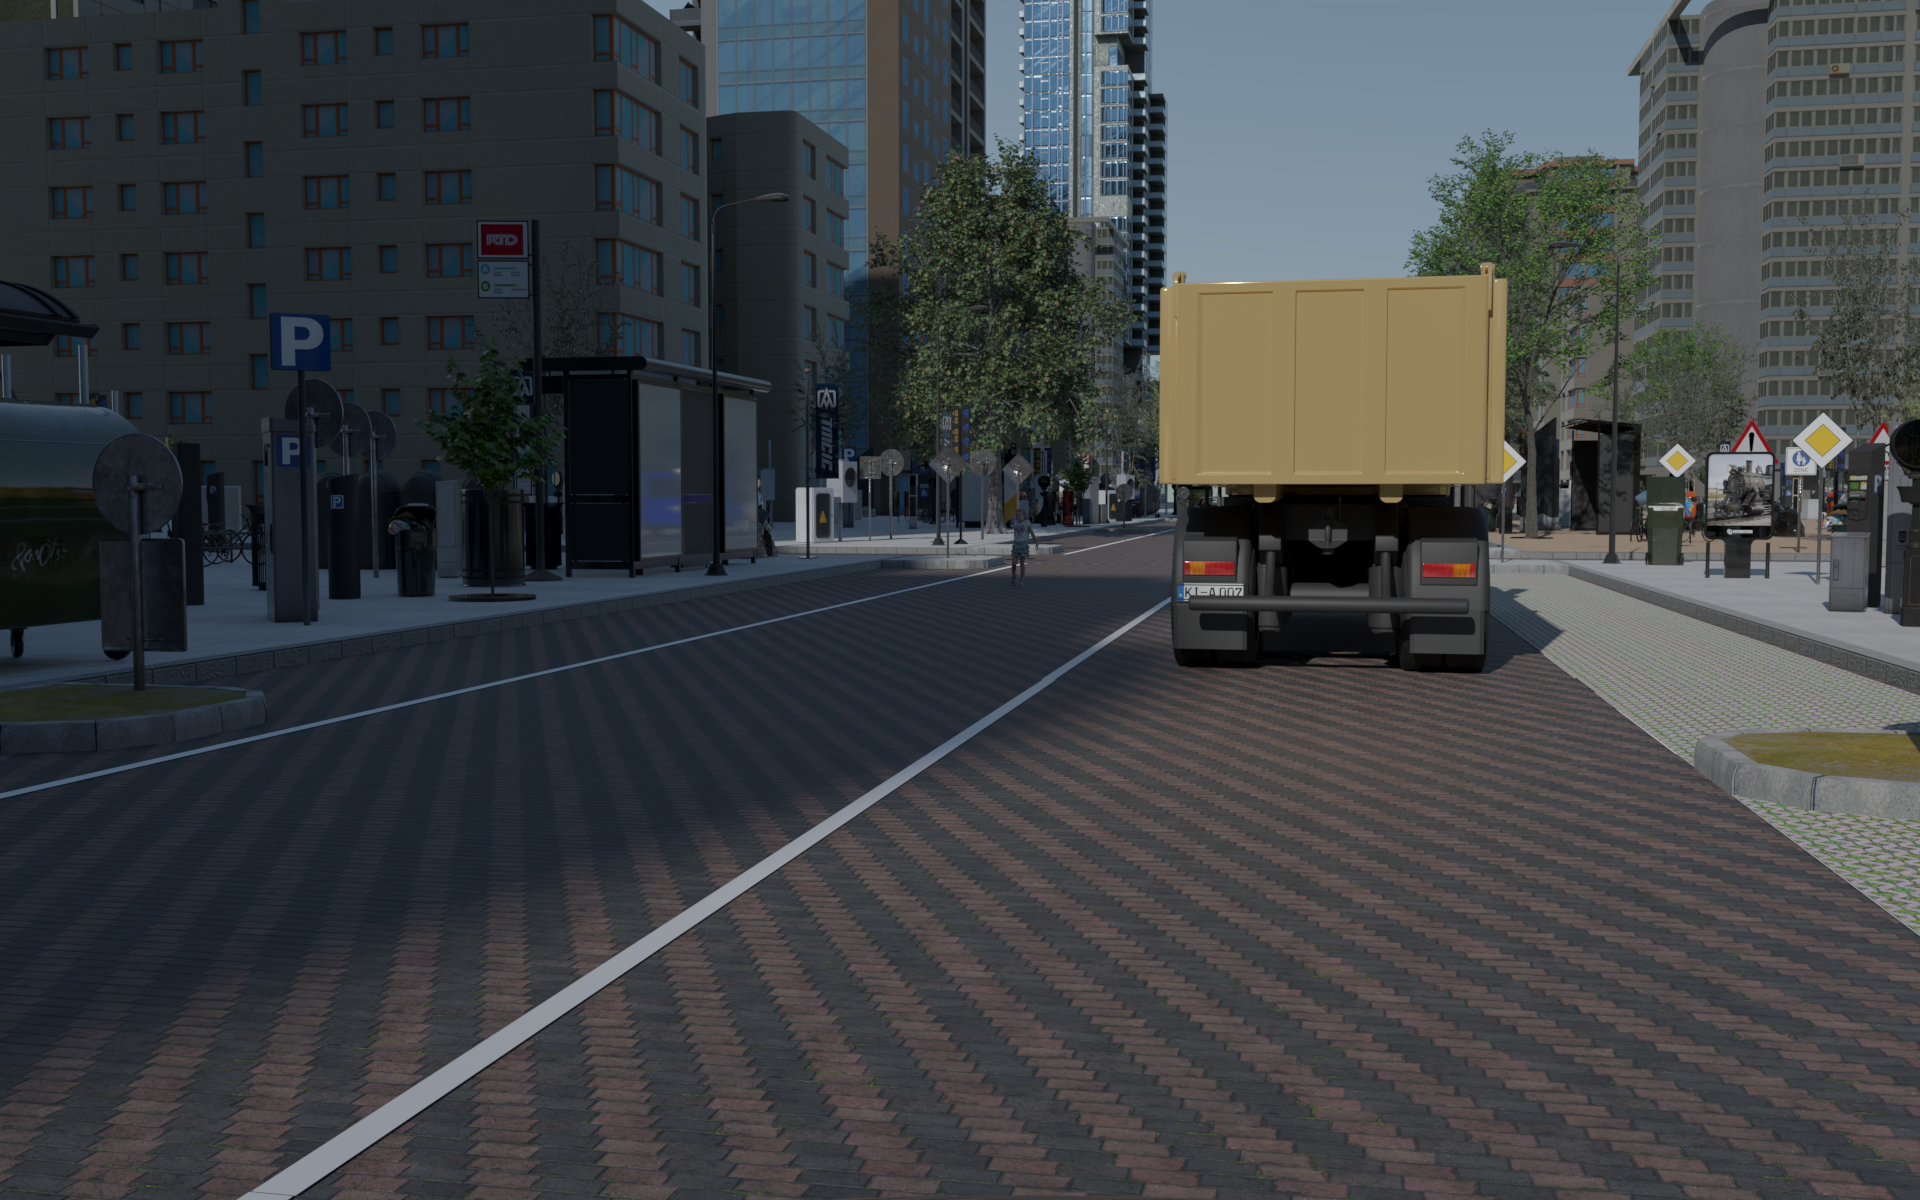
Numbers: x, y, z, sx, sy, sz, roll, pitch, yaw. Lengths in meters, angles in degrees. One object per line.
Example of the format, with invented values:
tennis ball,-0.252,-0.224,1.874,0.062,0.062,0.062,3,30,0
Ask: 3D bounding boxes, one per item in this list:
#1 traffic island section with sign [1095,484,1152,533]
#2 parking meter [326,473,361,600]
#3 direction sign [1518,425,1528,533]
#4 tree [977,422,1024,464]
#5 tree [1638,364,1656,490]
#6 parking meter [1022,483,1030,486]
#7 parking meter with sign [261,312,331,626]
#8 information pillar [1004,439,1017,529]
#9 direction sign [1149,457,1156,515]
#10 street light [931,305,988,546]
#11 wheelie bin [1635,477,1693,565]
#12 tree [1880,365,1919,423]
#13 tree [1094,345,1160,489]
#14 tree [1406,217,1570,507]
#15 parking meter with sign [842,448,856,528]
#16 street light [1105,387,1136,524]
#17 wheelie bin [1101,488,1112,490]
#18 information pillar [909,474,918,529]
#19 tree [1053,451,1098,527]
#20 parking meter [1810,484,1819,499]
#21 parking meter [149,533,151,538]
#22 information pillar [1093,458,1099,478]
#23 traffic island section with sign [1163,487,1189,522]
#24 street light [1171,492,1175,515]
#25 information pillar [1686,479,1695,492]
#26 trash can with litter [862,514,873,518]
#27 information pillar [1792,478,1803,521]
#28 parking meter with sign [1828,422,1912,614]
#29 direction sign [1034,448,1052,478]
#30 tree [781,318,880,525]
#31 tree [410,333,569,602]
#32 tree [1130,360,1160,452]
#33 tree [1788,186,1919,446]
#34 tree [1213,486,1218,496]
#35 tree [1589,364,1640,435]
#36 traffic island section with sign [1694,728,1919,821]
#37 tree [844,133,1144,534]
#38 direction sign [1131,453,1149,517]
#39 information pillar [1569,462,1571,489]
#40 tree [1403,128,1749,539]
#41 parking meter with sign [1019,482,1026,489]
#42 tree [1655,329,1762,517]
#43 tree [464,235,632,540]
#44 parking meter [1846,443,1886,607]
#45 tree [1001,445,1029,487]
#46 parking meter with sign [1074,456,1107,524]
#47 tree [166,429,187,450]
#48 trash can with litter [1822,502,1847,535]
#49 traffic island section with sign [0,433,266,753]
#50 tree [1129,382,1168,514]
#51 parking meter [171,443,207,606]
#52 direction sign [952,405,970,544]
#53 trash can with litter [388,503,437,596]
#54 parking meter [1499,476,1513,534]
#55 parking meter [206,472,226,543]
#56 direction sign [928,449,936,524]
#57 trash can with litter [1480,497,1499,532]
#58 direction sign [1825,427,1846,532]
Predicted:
traffic island section with sign,6.148,-3.430,64.715,1.989,1.847,2.006,1,4,12
parking meter,-7.543,-0.782,21.196,0.372,1.533,0.369,0,3,0
direction sign,18.548,-3.967,56.859,0.379,3.537,0.876,3,5,43
tree,1.232,-8.476,88.939,4.360,8.622,3.978,0,3,0
tree,37.630,-8.502,89.371,4.360,8.622,3.978,0,3,0
parking meter,3.527,-5.342,93.050,0.399,1.863,0.255,-2,4,-32
parking meter with sign,-6.772,-1.302,17.544,0.543,3.016,1.738,-2,4,-29
information pillar,1.864,-4.452,64.149,0.504,3.616,0.183,1,4,11
direction sign,11.547,-6.955,105.706,0.876,3.537,0.379,-1,4,-21
street light,-0.009,-4.304,42.907,1.470,5.913,1.316,1,4,12
wheelie bin,12.736,-1.434,31.347,0.980,1.594,0.693,1,4,22
tree,53.138,-8.910,96.043,4.737,8.622,4.395,0,3,0
tree,8.003,-8.227,84.880,4.360,8.622,3.978,0,3,0
tree,23.092,-10.621,80.305,9.857,13.997,8.962,0,3,0
parking meter with sign,-4.255,-4.278,66.213,0.543,3.016,1.738,0,4,-5
street light,6.899,-6.270,75.060,1.470,5.913,1.316,1,4,12
wheelie bin,7.970,-5.310,94.724,0.980,1.594,0.693,-1,4,-13
information pillar,-1.724,-3.629,63.818,0.304,2.012,0.304,0,4,5
tree,4.574,-4.461,67.531,1.663,3.219,1.824,0,3,0
parking meter,49.481,-5.786,100.308,0.255,1.863,0.399,-2,4,-33
parking meter,-10.856,-1.052,22.909,0.255,1.863,0.399,-2,4,-26
information pillar,8.809,-7.403,112.401,0.504,3.616,0.183,-2,4,-35
traffic island section with sign,11.767,-5.043,91.081,1.989,1.847,2.006,1,4,12
street light,13.816,-8.229,107.084,1.470,5.913,1.316,1,4,12
information pillar,36.319,-4.994,86.150,0.304,2.012,0.304,0,4,6
trash can with litter,-5.581,-5.126,94.873,1.678,1.210,2.233,0,4,-1
information pillar,38.459,-4.590,79.544,0.304,2.012,0.304,-2,4,-31
parking meter with sign,10.275,-1.357,18.453,1.738,3.016,0.543,2,4,33
direction sign,4.039,-5.678,84.825,0.876,3.537,0.379,1,4,10
tree,-5.088,-7.419,71.661,4.360,8.622,3.978,0,3,0
tree,-5.543,-1.612,20.952,1.663,3.219,1.824,0,3,0
tree,17.754,-13.410,129.619,12.009,13.543,11.850,0,3,0
tree,21.835,-5.568,41.406,4.360,8.622,3.978,0,3,0
tree,23.778,-14.716,157.618,9.611,12.733,9.660,0,3,0
tree,37.403,-8.965,96.933,4.360,8.622,3.978,0,3,0
traffic island section with sign,4.725,0.015,8.389,1.989,1.847,2.006,1,4,12
tree,1.094,-8.477,55.599,9.611,12.733,9.660,0,3,0
direction sign,9.890,-6.376,96.252,0.876,3.537,0.379,-1,4,-17
information pillar,37.076,-6.926,104.598,0.504,3.616,0.183,2,4,23
tree,16.361,-7.579,49.677,9.928,11.665,9.643,0,3,0
parking meter with sign,4.023,-7.140,112.996,0.543,3.016,1.738,0,4,-5
tree,33.908,-7.784,77.631,4.360,8.622,3.978,0,3,0
tree,-11.354,-6.011,48.647,4.360,8.622,3.978,0,3,0
parking meter,10.288,-0.855,19.695,0.399,1.863,0.255,-3,4,-36
tree,2.341,-7.089,99.622,4.285,4.588,4.351,0,3,0
parking meter with sign,5.596,-4.740,73.768,0.543,3.016,1.738,3,5,41
tree,-23.075,-3.446,50.948,1.663,3.219,1.824,0,3,0
trash can with litter,12.957,-0.842,25.149,0.624,1.170,1.055,3,5,42
traffic island section with sign,-5.411,-0.118,10.555,1.989,1.847,2.006,1,4,12
tree,12.968,-9.801,110.614,4.737,8.622,4.395,0,3,0
parking meter,-8.946,-0.876,20.041,0.255,1.863,0.399,-3,5,-39
direction sign,0.020,-3.199,44.299,0.379,3.537,0.876,-2,4,-29
trash can with litter,-6.972,-0.645,21.925,0.624,1.170,1.055,-2,4,-25
parking meter,17.528,-3.053,55.620,0.255,1.863,0.399,-2,4,-31
parking meter,-19.719,-2.458,45.892,0.399,1.863,0.255,1,4,8
direction sign,-1.166,-4.967,73.208,0.379,3.537,0.876,0,4,4
trash can with litter,17.818,-2.911,58.987,0.624,1.170,1.055,-2,4,-34
direction sign,29.634,-4.079,58.687,0.876,3.537,0.379,-1,4,-22
